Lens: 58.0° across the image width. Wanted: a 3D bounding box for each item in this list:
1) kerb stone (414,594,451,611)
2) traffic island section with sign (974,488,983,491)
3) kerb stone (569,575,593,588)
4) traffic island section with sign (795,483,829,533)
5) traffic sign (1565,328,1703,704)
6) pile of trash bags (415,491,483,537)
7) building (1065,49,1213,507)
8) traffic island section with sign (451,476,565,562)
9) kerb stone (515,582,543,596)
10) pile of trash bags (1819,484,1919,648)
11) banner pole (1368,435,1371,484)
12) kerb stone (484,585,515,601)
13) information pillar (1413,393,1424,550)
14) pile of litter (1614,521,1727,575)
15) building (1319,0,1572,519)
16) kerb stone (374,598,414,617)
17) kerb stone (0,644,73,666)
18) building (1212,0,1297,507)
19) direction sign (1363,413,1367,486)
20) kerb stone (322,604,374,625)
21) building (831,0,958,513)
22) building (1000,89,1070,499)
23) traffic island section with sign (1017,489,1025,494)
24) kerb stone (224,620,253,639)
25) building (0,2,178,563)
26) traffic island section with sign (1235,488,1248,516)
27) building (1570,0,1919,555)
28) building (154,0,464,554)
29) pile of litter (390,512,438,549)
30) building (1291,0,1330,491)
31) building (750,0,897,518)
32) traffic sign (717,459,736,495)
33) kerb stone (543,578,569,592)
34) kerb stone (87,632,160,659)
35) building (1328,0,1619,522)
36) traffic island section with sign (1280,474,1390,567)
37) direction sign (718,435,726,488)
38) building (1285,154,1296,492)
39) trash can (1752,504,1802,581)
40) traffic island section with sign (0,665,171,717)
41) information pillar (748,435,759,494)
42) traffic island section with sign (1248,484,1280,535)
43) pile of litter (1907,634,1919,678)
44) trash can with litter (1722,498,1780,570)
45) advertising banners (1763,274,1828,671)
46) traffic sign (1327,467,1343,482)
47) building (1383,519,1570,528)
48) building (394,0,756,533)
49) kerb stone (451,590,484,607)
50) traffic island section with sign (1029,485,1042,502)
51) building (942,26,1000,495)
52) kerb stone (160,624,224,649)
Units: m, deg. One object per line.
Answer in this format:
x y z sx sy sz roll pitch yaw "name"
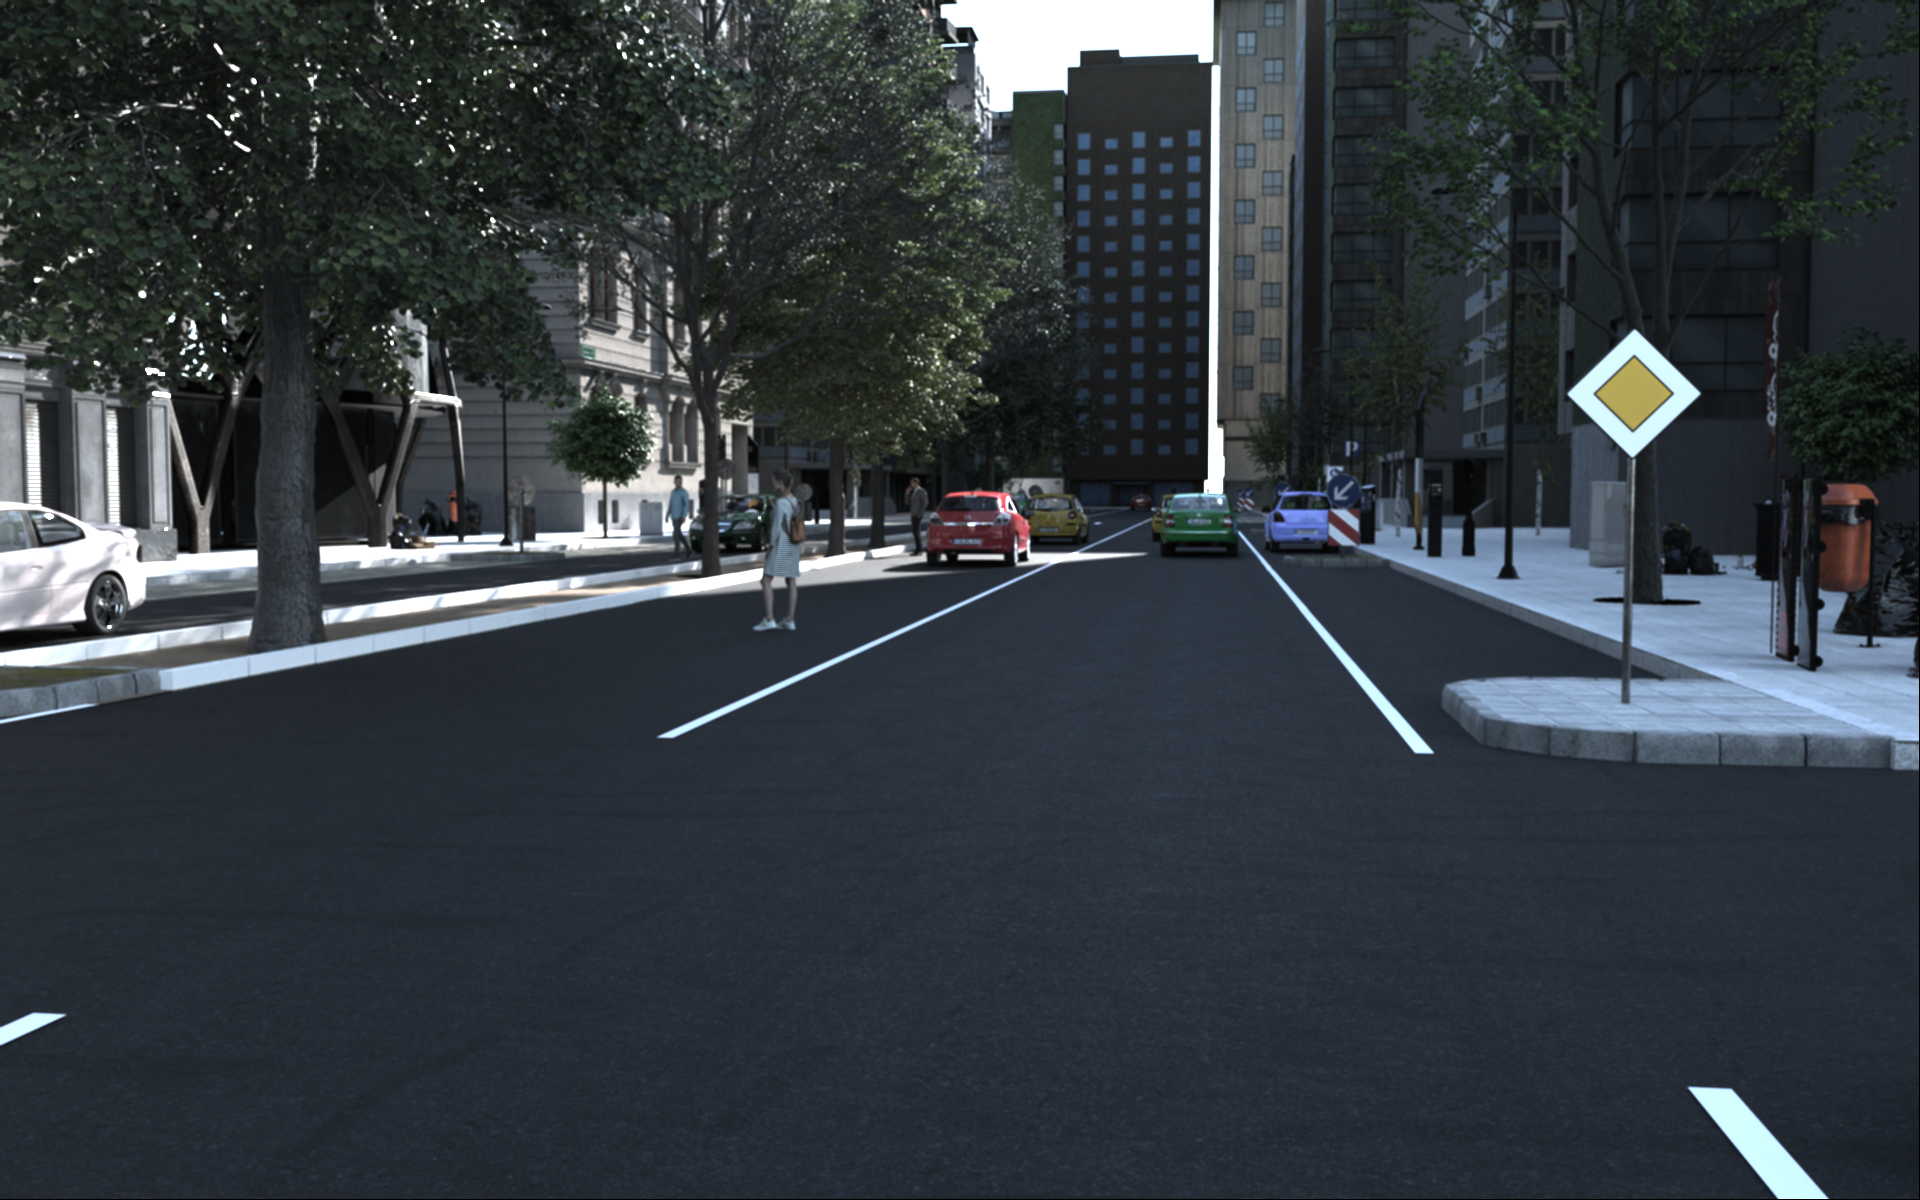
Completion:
-6.621 0.043 21.490 0.120 0.150 1.000 0 4 8 "kerb stone"
1.216 -6.434 113.821 1.989 1.847 2.006 0 4 8 "traffic island section with sign"
-5.904 -0.264 26.563 0.120 0.150 1.000 0 4 8 "kerb stone"
-5.856 -3.394 64.123 1.989 1.847 2.006 0 4 8 "traffic island section with sign"
4.076 -0.422 10.550 0.795 2.450 0.064 0 4 8 "traffic sign"
-15.723 -2.676 53.508 1.912 1.369 3.447 -1 4 -23 "pile of trash bags"
18.518 -32.264 177.623 14.200 45.320 14.600 0 4 8 "building"
-9.667 -1.762 37.433 1.989 1.847 2.006 0 4 8 "traffic island section with sign"
-6.192 -0.141 24.530 0.120 0.150 1.000 0 4 8 "kerb stone"
8.727 -0.348 15.450 3.447 1.369 1.912 -2 4 -31 "pile of trash bags"
16.922 -4.991 71.621 0.401 3.779 0.863 1 4 20 "banner pole"
-6.332 -0.076 23.514 0.120 0.150 1.000 0 4 8 "kerb stone"
10.601 -2.974 39.975 0.183 3.616 0.504 2 4 27 "information pillar"
11.441 -0.853 27.905 1.719 0.858 1.176 1 4 23 "pile of litter"
39.989 -25.854 114.592 32.217 40.220 23.993 0 4 8 "building"
-6.766 0.107 20.478 0.120 0.150 1.000 0 4 8 "kerb stone"
-7.630 0.478 14.382 0.120 0.150 1.000 0 4 8 "kerb stone"
40.164 -36.226 181.528 27.495 52.752 28.713 0 4 8 "building"
11.450 -3.485 48.985 0.379 3.537 0.876 1 4 10 "direction sign"
-6.906 0.167 19.463 0.120 0.150 1.000 0 4 8 "kerb stone"
-12.100 -28.953 128.010 22.147 44.769 28.867 0 4 8 "building"
4.477 -30.328 179.454 14.086 41.232 14.154 0 4 8 "building"
5.002 -8.066 140.510 1.989 1.847 2.006 0 4 8 "traffic island section with sign"
-7.196 0.291 17.435 0.120 0.150 1.000 0 4 8 "kerb stone"
-20.912 -10.722 24.452 9.793 20.994 18.267 0 4 8 "building"
18.458 -6.284 111.364 1.989 1.847 2.006 0 4 8 "traffic island section with sign"
21.819 -16.505 41.558 14.160 30.474 14.107 0 4 8 "building"
-21.774 -10.761 43.400 16.820 18.784 16.811 0 4 8 "building"
-12.926 -1.649 40.923 1.176 0.858 1.719 0 4 1 "pile of litter"
33.328 -29.634 134.634 14.600 45.320 14.200 0 4 8 "building"
-20.883 -25.094 102.175 32.217 40.220 23.993 0 4 8 "building"
-8.412 -3.795 62.149 0.768 2.556 0.104 1 4 15 "traffic sign"
-6.041 -0.205 25.549 0.120 0.150 1.000 0 4 8 "kerb stone"
-7.493 0.416 15.402 0.120 0.150 1.000 0 4 8 "kerb stone"
27.639 -19.923 97.436 14.160 30.474 14.107 0 4 8 "building"
7.574 -1.612 34.977 1.989 1.847 2.006 0 4 8 "traffic island section with sign"
-9.136 -4.555 66.479 0.379 3.537 0.876 -2 4 -26 "direction sign"
35.208 -23.083 149.113 14.160 30.474 14.107 0 4 8 "building"
12.175 -0.862 25.754 0.748 1.137 0.748 0 3 0 "trash can"
-6.912 -0.227 11.844 2.006 1.907 1.989 0 4 8 "traffic island section with sign"
-8.212 -4.732 68.717 0.504 3.616 0.183 2 4 32 "information pillar"
11.425 -3.260 61.927 1.989 1.847 2.006 0 4 8 "traffic island section with sign"
7.536 0.109 12.190 1.719 0.858 1.176 1 4 9 "pile of litter"
13.675 -1.109 29.183 1.678 1.210 2.233 0 4 5 "trash can with litter"
6.407 -1.050 13.354 0.090 3.025 2.074 1 4 14 "advertising banners"
13.873 -3.794 64.156 0.606 2.300 0.079 1 4 15 "traffic sign"
34.045 -23.106 69.672 32.217 40.220 23.993 0 4 8 "building"
-17.043 -17.188 68.418 14.401 28.519 23.554 0 4 8 "building"
-6.476 -0.017 22.502 0.120 0.150 1.000 0 4 8 "kerb stone"
3.674 -4.777 86.236 2.006 1.907 1.989 0 4 8 "traffic island section with sign"
-4.544 -28.861 155.474 14.086 41.232 14.154 0 4 8 "building"
-7.342 0.353 16.423 0.120 0.150 1.000 0 4 8 "kerb stone"
